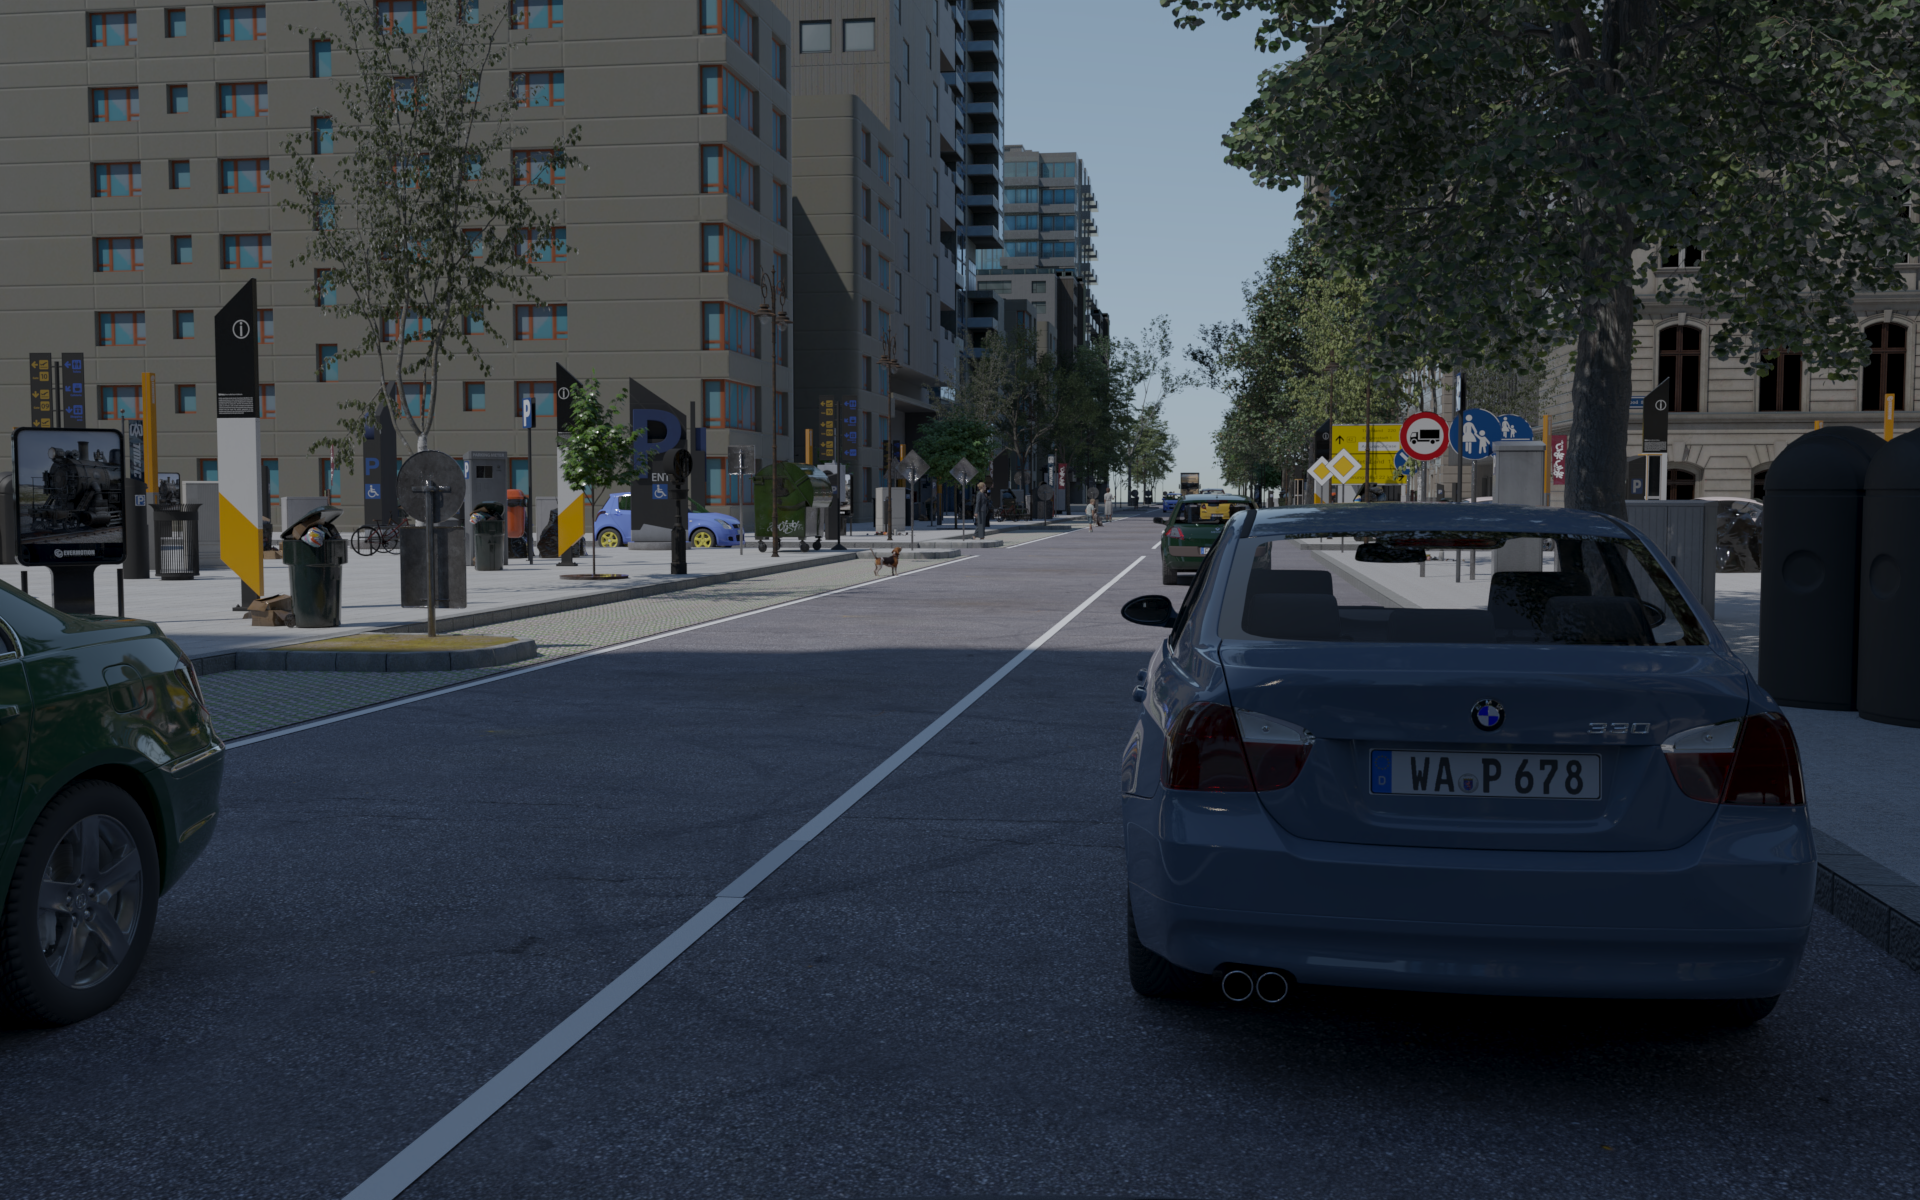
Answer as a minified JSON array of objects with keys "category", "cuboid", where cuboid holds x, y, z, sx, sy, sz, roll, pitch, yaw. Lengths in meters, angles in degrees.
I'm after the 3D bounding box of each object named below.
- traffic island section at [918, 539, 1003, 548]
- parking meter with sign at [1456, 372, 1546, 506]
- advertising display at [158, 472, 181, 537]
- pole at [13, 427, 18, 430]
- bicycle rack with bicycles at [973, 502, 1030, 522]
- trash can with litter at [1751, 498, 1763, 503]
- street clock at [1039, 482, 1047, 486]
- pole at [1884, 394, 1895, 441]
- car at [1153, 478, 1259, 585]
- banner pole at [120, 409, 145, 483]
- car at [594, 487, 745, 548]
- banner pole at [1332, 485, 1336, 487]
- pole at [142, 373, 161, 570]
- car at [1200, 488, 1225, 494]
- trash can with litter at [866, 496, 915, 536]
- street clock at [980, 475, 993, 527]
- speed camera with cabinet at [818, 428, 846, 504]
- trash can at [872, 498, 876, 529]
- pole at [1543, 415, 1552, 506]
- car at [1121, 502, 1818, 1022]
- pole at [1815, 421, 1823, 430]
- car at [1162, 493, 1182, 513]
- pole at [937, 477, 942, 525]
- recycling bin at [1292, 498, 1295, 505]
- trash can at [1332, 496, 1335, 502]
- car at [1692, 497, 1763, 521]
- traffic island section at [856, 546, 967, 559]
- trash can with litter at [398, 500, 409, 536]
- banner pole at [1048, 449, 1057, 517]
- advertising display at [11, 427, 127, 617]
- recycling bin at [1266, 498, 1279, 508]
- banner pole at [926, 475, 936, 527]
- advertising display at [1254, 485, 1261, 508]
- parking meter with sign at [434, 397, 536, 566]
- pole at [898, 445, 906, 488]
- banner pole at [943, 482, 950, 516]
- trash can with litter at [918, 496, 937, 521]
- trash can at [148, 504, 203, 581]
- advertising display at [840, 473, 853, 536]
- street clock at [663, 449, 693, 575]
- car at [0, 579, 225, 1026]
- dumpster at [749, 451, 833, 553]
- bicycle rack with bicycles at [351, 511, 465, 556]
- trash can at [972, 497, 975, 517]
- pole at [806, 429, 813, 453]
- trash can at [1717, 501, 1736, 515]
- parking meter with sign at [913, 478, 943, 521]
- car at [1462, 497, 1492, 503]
[{"category":"traffic island section","cuboid":[0.078,-1.523,47.187,2.009,0.180,2.903,1,4,8]},{"category":"parking meter with sign","cuboid":[8.025,-1.748,24.842,1.738,3.016,0.543,1,4,10]},{"category":"advertising display","cuboid":[-23.584,-2.822,51.361,0.123,1.923,0.974,2,4,33]},{"category":"pole","cuboid":[-28.684,-3.601,52.720,0.158,3.312,0.155,0,3,0]},{"category":"bicycle rack with bicycles","cuboid":[2.073,-4.088,80.226,2.925,0.926,2.852,-3,4,-38]},{"category":"trash can with litter","cuboid":[20.775,-2.023,44.458,0.624,1.170,1.055,-2,4,-28]},{"category":"street clock","cuboid":[4.787,-5.827,99.837,0.471,2.002,0.358,-2,4,-26]},{"category":"pole","cuboid":[18.947,-2.541,35.394,0.158,3.312,0.155,0,3,0]},{"category":"car","cuboid":[4.193,-1.150,28.590,2.009,1.686,4.222,0,4,7]},{"category":"banner pole","cuboid":[-24.466,-3.742,51.193,0.401,3.779,0.863,3,5,41]},{"category":"car","cuboid":[-7.182,-2.039,42.921,3.694,1.707,1.945,1,4,9]},{"category":"banner pole","cuboid":[14.278,-4.649,66.032,0.401,3.779,0.863,-1,4,-20]},{"category":"pole","cuboid":[-13.630,-2.162,29.189,0.158,3.312,0.155,0,3,0]},{"category":"car","cuboid":[16.623,-6.446,114.062,2.281,1.827,5.304,0,4,8]},{"category":"trash can with litter","cuboid":[-2.091,-2.641,54.235,1.678,1.210,2.233,1,4,8]},{"category":"street clock","cuboid":[1.034,-3.836,67.284,0.471,2.002,0.358,-3,5,-40]},{"category":"speed camera with cabinet","cuboid":[-4.475,-3.534,52.117,2.038,3.252,0.660,2,4,24]},{"category":"trash can","cuboid":[-2.887,-3.185,63.733,0.748,1.137,0.748,0,3,0]},{"category":"pole","cuboid":[15.156,-3.115,44.767,0.158,3.312,0.155,0,3,0]},{"category":"car","cuboid":[1.541,0.361,6.094,2.014,1.417,4.499,1,4,9]},{"category":"pole","cuboid":[23.870,-3.326,48.226,0.158,3.312,0.155,0,3,0]},{"category":"car","cuboid":[16.654,-7.648,134.635,1.945,1.707,3.694,1,4,8]},{"category":"pole","cuboid":[-0.849,-4.725,71.091,0.158,3.312,0.155,0,3,0]},{"category":"recycling bin","cuboid":[20.377,-5.735,106.317,0.722,1.027,0.722,-2,4,-35]},{"category":"trash can","cuboid":[23.122,-5.829,106.964,0.748,1.137,0.748,0,3,0]},{"category":"car","cuboid":[17.900,-1.683,39.874,4.827,1.381,2.083,1,4,10]},{"category":"traffic island section","cuboid":[-1.104,-1.040,39.290,2.009,0.180,2.903,1,4,8]},{"category":"trash can with litter","cuboid":[-16.482,-2.376,50.234,0.624,1.170,1.055,3,5,42]},{"category":"banner pole","cuboid":[5.162,-6.493,96.175,0.401,3.779,0.863,-3,5,-42]},{"category":"advertising display","cuboid":[-8.649,-0.712,16.850,0.974,1.923,0.123,-3,4,-39]},{"category":"recycling bin","cuboid":[18.636,-5.528,102.940,0.722,1.027,0.722,0,4,-3]},{"category":"banner pole","cuboid":[-1.207,-4.810,68.658,0.401,3.779,0.863,-1,4,-22]},{"category":"advertising display","cuboid":[20.421,-6.955,118.927,0.123,1.923,0.974,-1,4,-10]},{"category":"parking meter with sign","cuboid":[-8.512,-2.125,31.008,1.738,3.016,0.543,-2,4,-30]},{"category":"pole","cuboid":[-2.344,-4.745,71.419,0.158,3.312,0.155,0,3,0]},{"category":"banner pole","cuboid":[-1.010,-6.943,103.542,0.863,3.779,0.401,1,4,21]},{"category":"trash can with litter","cuboid":[-1.477,-4.304,81.761,0.624,1.170,1.055,3,5,40]},{"category":"trash can","cuboid":[-11.692,-0.868,25.851,0.748,1.137,0.748,0,3,0]},{"category":"advertising display","cuboid":[-3.658,-2.937,53.241,0.974,1.923,0.123,3,5,41]},{"category":"street clock","cuboid":[-4.499,-1.413,27.666,0.358,2.002,0.471,2,4,32]},{"category":"car","cuboid":[-3.414,0.509,3.480,2.131,1.459,4.920,0,4,6]},{"category":"dumpster","cuboid":[-3.776,-2.209,38.619,1.502,2.255,1.985,1,4,8]},{"category":"bicycle rack with bicycles","cuboid":[-11.654,-1.451,37.103,2.925,0.926,2.852,-2,4,-26]},{"category":"trash can","cuboid":[1.018,-5.193,96.551,0.748,1.137,0.748,0,3,0]},{"category":"pole","cuboid":[-4.743,-3.712,54.533,0.158,3.312,0.155,0,3,0]},{"category":"trash can","cuboid":[16.050,-1.537,36.776,0.748,1.137,0.748,0,3,0]},{"category":"parking meter with sign","cuboid":[-1.530,-5.387,84.335,1.738,3.016,0.543,2,4,34]},{"category":"car","cuboid":[12.334,-1.773,41.350,4.827,1.381,2.083,0,4,8]}]
